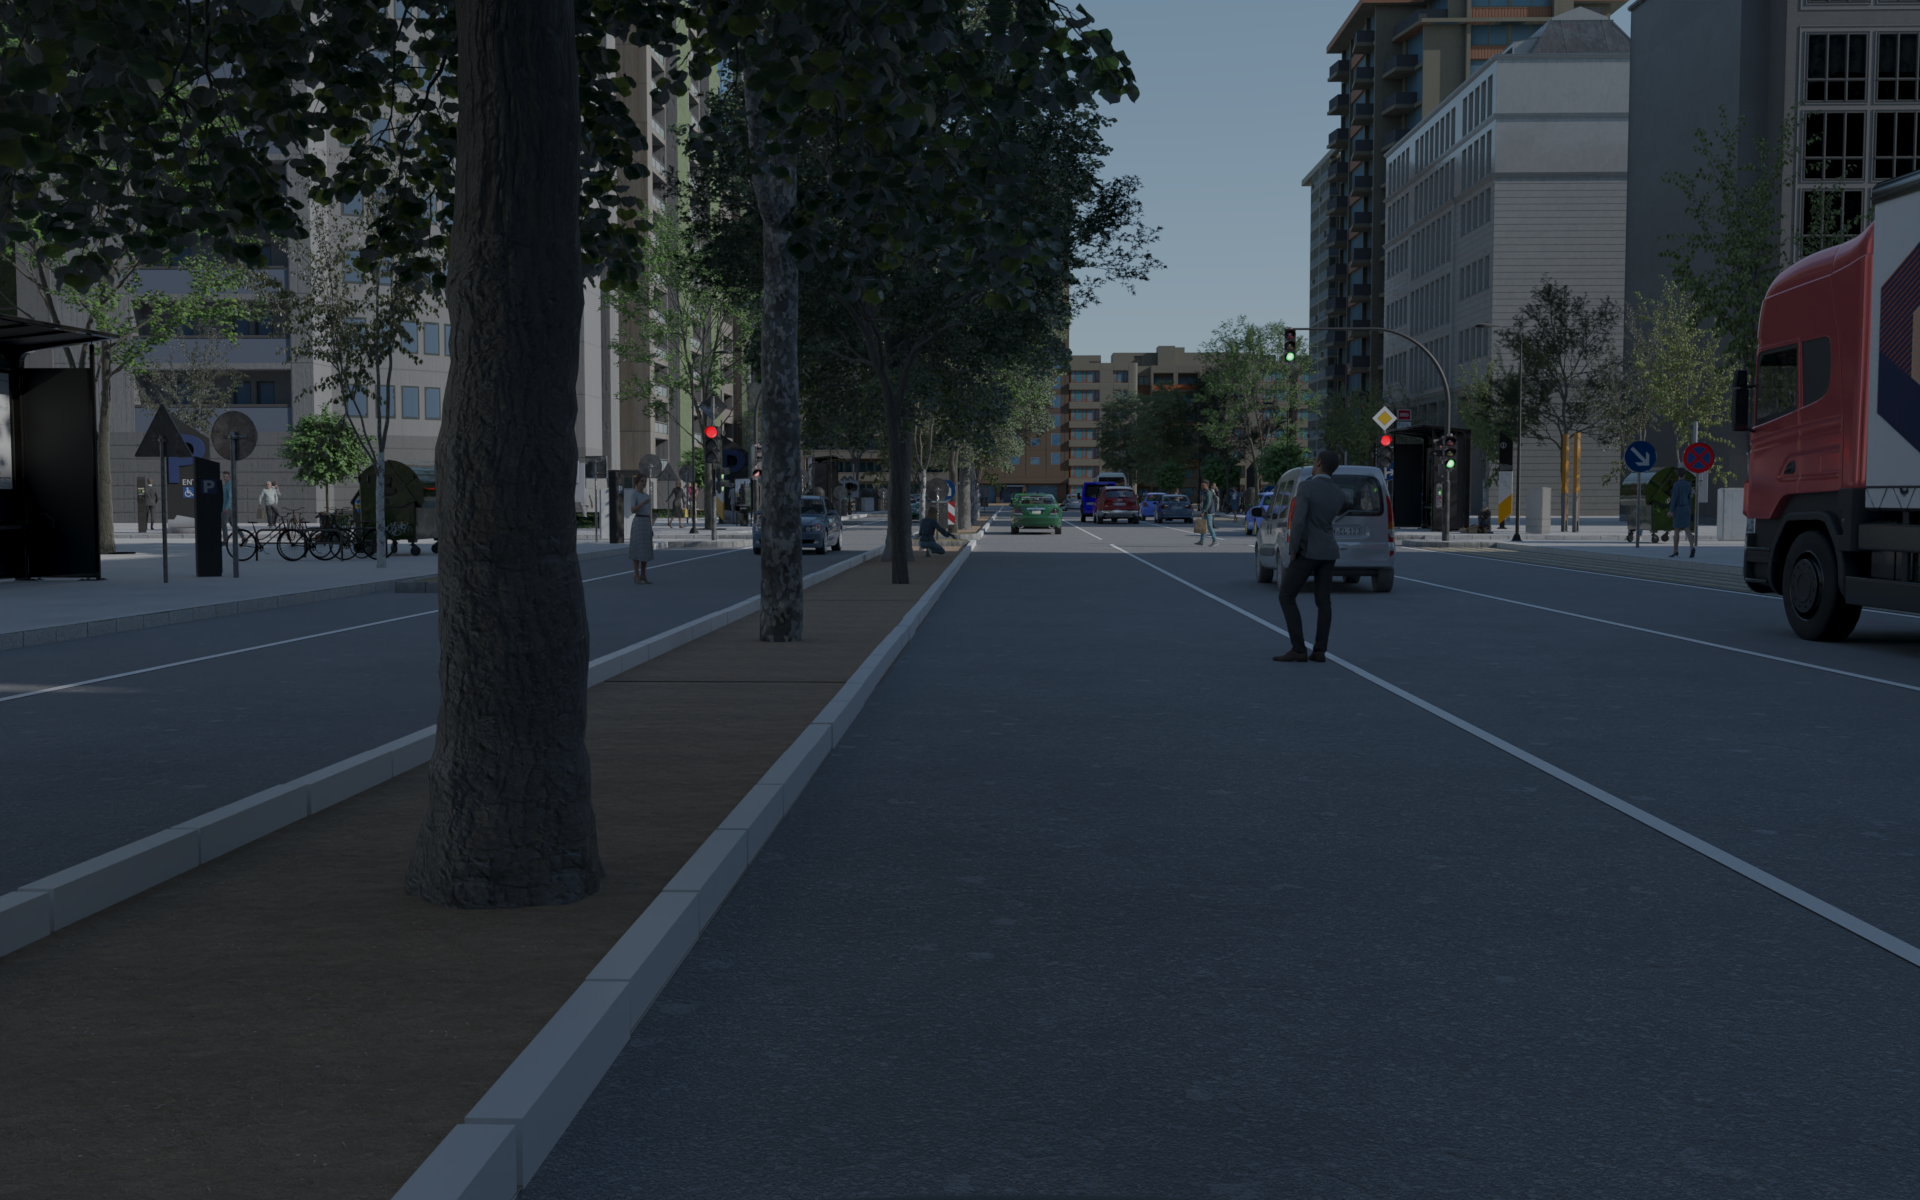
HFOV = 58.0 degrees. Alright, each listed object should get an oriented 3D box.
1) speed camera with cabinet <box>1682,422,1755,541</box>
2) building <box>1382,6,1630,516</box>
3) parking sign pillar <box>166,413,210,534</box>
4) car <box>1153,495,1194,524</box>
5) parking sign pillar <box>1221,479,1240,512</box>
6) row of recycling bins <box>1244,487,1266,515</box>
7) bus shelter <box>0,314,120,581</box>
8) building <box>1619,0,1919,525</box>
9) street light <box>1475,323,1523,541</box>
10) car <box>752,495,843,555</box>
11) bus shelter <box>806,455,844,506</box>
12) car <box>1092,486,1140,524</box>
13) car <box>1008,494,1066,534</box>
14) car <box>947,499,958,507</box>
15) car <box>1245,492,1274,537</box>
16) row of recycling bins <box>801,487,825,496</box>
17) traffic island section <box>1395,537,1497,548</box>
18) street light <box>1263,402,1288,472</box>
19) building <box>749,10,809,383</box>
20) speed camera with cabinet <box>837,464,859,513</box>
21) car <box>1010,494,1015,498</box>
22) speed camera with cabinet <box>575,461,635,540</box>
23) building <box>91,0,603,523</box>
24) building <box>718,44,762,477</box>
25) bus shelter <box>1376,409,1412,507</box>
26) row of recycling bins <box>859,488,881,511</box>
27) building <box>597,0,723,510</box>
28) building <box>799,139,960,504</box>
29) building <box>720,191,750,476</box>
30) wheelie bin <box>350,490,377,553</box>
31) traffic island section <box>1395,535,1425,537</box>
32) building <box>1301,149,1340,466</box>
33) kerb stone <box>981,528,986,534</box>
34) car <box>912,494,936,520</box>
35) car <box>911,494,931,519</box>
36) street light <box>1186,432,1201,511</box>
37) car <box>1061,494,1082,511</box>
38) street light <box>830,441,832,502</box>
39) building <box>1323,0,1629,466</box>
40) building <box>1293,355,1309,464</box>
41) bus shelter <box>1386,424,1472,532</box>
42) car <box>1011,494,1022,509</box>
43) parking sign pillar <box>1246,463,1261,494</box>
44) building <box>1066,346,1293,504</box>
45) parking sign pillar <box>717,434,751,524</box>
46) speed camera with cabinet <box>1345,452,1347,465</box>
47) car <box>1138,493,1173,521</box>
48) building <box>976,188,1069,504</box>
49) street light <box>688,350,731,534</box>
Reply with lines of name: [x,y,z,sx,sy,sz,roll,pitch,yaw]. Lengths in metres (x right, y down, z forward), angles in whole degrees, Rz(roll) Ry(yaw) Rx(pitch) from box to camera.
speed camera with cabinet: [20.800,-3.250,47.467,2.038,3.252,0.660,1,4,9]
building: [36.657,-20.622,114.661,11.434,29.767,29.804,0,4,2]
parking sign pillar: [-25.105,-4.153,56.368,1.447,3.967,1.447,-1,4,-20]
car: [10.556,-4.499,85.568,2.014,1.417,4.499,0,4,3]
parking sign pillar: [19.665,-8.402,125.839,1.447,3.967,1.447,0,4,-3]
row of recycling bins: [18.789,-5.893,103.460,3.534,1.692,1.069,0,4,7]
bus shelter: [-13.348,-1.917,22.628,1.731,3.624,6.357,0,4,2]
building: [43.022,-17.166,74.172,24.014,27.812,14.314,0,4,2]
street light: [14.704,-4.568,47.233,1.470,5.913,1.316,0,4,2]
car: [-3.944,-1.870,42.572,2.014,1.417,4.499,0,4,3]
bus shelter: [-8.352,-7.107,107.480,1.731,3.624,6.357,0,4,2]
car: [7.563,-4.608,84.008,2.281,1.827,5.304,0,4,1]
car: [2.783,-3.123,62.864,2.131,1.459,4.920,0,4,3]
car: [-0.503,-10.291,178.036,2.009,1.686,4.222,0,4,3]
car: [10.801,-3.051,59.481,1.945,1.707,3.694,0,4,2]
row of recycling bins: [-9.492,-5.754,101.194,3.534,1.692,1.069,2,4,24]
traffic island section: [13.295,-1.536,47.403,2.009,0.180,2.903,0,4,2]
street light: [15.962,-7.026,87.424,1.470,5.913,1.316,0,4,2]
building: [-31.679,-48.921,238.106,20.611,71.187,20.563,0,4,2]
speed camera with cabinet: [-7.758,-7.386,115.099,2.038,3.252,0.660,0,4,-4]
car: [6.932,-11.647,202.234,2.131,1.459,4.920,0,4,2]
speed camera with cabinet: [-10.142,-3.313,48.499,2.038,3.252,0.660,-1,4,-11]
building: [-32.296,-33.415,88.334,21.231,58.520,28.212,0,4,2]
building: [-34.594,-53.128,181.309,31.000,86.520,22.319,0,4,2]
bus shelter: [20.133,-6.213,79.212,2.179,5.291,8.768,0,4,2]
row of recycling bins: [-6.760,-7.481,129.426,1.069,1.692,3.534,1,4,13]
building: [-27.383,-27.891,139.619,14.154,41.232,14.086,0,4,2]
building: [-10.559,-37.632,238.989,21.600,48.544,21.300,0,4,2]
building: [-26.753,-23.383,154.005,14.160,30.474,14.107,0,4,2]
wheelie bin: [-12.866,-1.831,37.849,0.693,1.594,0.980,0,4,-1]
traffic island section: [13.536,-2.025,55.384,2.009,0.180,2.903,0,4,2]
building: [49.476,-29.806,179.201,32.217,40.220,23.993,0,4,2]
kerb stone: [0.759,-2.363,60.909,0.120,0.150,1.000,0,4,2]
car: [-1.825,-5.243,97.525,2.131,1.459,4.920,0,4,2]
car: [-2.467,-4.695,88.569,2.131,1.459,4.920,0,4,2]
street light: [17.233,-9.550,128.687,1.470,5.913,1.316,0,4,2]
car: [9.494,-8.115,144.689,2.014,1.417,4.499,0,3,0]
street light: [-6.727,-7.637,97.403,1.470,5.913,1.316,0,4,2]
building: [44.333,-30.463,152.698,22.147,44.769,28.867,0,4,2]
building: [59.084,-24.250,241.519,28.899,21.520,27.650,0,4,2]
bus shelter: [16.520,-4.290,61.425,1.731,3.624,6.357,0,4,2]
car: [5.291,-8.430,146.633,1.959,1.807,4.718,0,4,2]
parking sign pillar: [21.587,-8.496,127.388,1.447,3.967,1.447,-2,4,-24]
building: [29.220,-24.252,241.558,28.899,21.520,27.650,0,4,2]
parking sign pillar: [-9.846,-5.310,75.286,1.447,3.967,1.447,0,4,-4]
speed camera with cabinet: [17.810,-5.248,80.140,0.660,3.252,2.038,2,4,30]
car: [10.552,-5.134,93.539,1.945,1.707,3.694,0,4,2]
building: [7.480,-35.763,234.836,14.200,45.320,14.600,0,4,2]
street light: [-8.094,-5.105,56.015,1.470,5.913,1.316,0,4,2]
